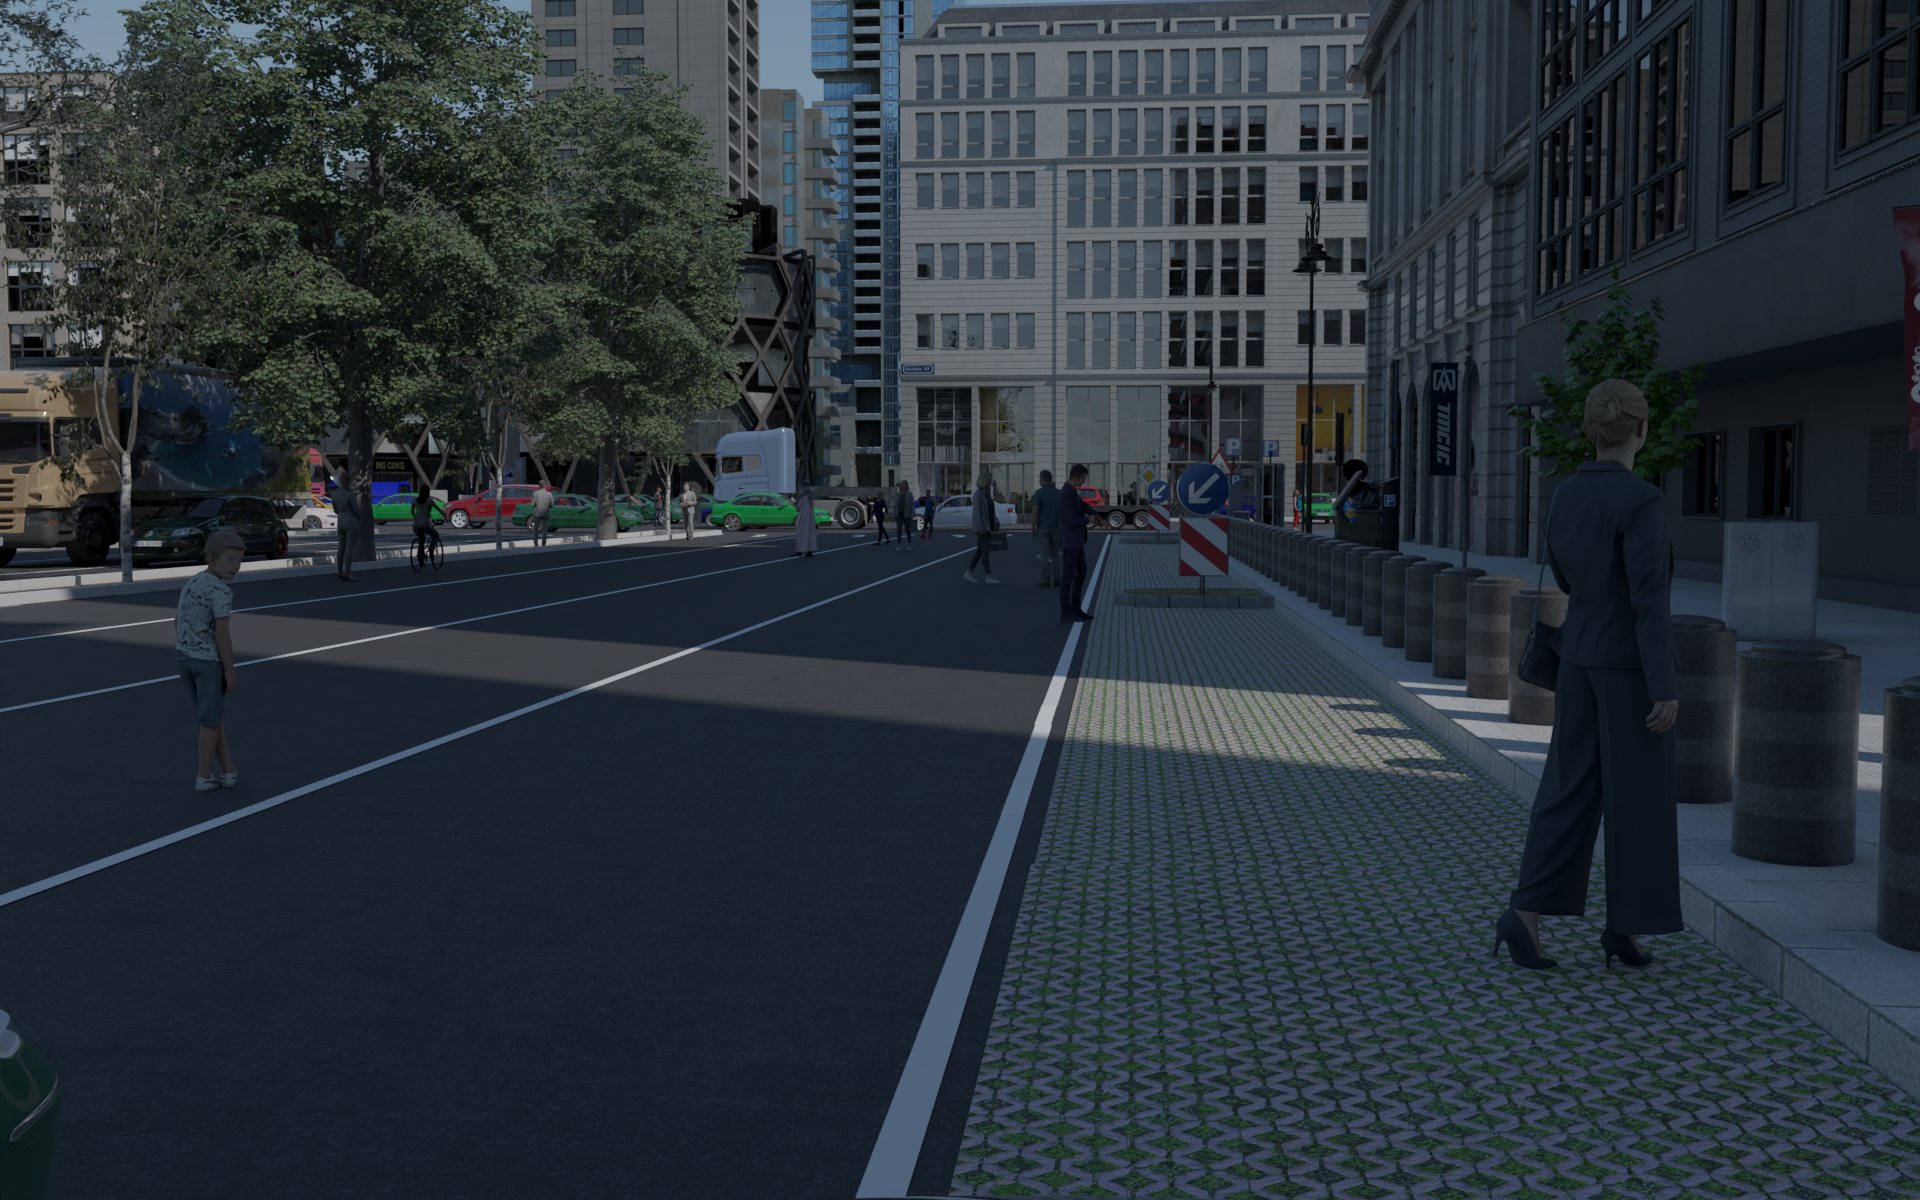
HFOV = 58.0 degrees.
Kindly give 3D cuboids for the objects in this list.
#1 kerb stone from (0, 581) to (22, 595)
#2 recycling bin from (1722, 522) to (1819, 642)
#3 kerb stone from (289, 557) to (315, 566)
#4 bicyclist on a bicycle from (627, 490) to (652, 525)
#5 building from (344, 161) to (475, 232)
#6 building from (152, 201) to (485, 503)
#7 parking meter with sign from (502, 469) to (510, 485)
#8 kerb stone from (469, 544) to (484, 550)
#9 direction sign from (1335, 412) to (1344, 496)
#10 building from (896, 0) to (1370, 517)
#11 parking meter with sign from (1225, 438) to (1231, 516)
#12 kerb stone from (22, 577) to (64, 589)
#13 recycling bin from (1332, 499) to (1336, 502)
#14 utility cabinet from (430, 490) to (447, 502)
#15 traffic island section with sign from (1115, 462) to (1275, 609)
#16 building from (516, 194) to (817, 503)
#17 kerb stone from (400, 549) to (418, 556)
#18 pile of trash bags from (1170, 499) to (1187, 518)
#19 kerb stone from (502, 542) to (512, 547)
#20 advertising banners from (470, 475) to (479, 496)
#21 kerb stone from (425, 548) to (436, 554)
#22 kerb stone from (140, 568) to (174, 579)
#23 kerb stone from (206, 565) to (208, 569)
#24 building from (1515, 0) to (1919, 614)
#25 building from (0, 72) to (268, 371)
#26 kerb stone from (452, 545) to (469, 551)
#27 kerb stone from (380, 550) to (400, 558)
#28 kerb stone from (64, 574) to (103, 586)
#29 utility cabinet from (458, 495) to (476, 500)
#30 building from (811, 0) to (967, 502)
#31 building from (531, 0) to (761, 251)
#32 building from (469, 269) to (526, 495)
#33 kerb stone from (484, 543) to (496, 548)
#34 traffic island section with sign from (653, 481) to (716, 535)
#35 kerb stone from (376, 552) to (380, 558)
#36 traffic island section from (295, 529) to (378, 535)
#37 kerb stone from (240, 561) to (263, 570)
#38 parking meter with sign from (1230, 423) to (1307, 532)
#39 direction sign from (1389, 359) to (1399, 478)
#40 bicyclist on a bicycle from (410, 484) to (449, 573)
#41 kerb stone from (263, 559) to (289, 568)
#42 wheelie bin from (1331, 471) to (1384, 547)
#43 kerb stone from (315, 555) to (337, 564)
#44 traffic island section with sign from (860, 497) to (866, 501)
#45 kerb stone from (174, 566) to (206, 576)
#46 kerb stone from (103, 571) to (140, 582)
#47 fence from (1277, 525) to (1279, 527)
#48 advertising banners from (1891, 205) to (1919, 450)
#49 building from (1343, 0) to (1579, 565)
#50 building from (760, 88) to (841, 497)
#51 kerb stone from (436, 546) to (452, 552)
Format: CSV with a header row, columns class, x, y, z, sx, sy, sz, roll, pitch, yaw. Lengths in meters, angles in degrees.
class,x,y,z,sx,sy,sz,roll,pitch,yaw
kerb stone,-14.047,-0.181,25.162,0.120,0.150,1.000,0,4,5
recycling bin,7.149,-0.168,15.306,0.722,1.027,0.722,1,4,21
kerb stone,-13.163,-0.747,34.404,0.120,0.150,1.000,0,4,5
bicyclist on a bicycle,-14.953,-4.257,79.631,1.625,1.676,1.499,0,4,4
building,-66.216,-32.470,214.479,14.086,41.232,14.154,0,4,5
building,-39.399,-14.806,109.528,16.811,18.784,16.820,0,4,5
parking meter with sign,-31.445,-7.574,120.095,0.543,3.016,1.738,-1,4,-16
kerb stone,-12.296,-1.311,43.638,0.120,0.150,1.000,0,4,5
direction sign,10.583,-3.444,48.310,0.379,3.537,0.876,2,4,25
building,11.829,-19.774,100.796,29.804,29.767,11.434,0,4,5
parking meter with sign,8.383,-3.466,52.931,0.543,3.016,1.738,0,4,7
kerb stone,-13.951,-0.244,26.187,0.120,0.150,1.000,0,4,5
recycling bin,19.997,-4.992,94.171,0.722,1.027,0.722,2,4,32
utility cabinet,-29.959,-5.532,99.123,1.173,1.500,0.318,-1,4,-10
traffic island section with sign,3.019,-0.849,22.515,1.989,1.847,2.006,0,4,5
building,-17.108,-14.667,107.260,16.811,18.784,16.820,0,4,5
kerb stone,-12.686,-1.061,39.542,0.120,0.150,1.000,0,4,5
pile of trash bags,12.882,-5.068,92.614,3.447,1.369,1.912,0,4,2
kerb stone,-12.106,-1.437,45.683,0.120,0.150,1.000,0,4,5
advertising banners,-43.429,-9.731,155.286,2.074,3.025,0.090,3,4,39
kerb stone,-12.594,-1.124,40.565,0.120,0.150,1.000,0,4,5
kerb stone,-13.657,-0.432,29.276,0.120,0.150,1.000,0,4,5
kerb stone,-13.455,-0.558,31.320,0.120,0.150,1.000,0,4,5
building,15.615,-13.707,17.620,14.314,27.812,24.014,0,4,5
building,-65.177,-18.869,113.027,34.151,26.468,19.350,0,4,5
kerb stone,-12.393,-1.249,42.609,0.120,0.150,1.000,0,4,5
kerb stone,-12.782,-0.998,38.520,0.120,0.150,1.000,0,4,5
kerb stone,-13.851,-0.307,27.209,0.120,0.150,1.000,0,4,5
utility cabinet,-30.160,-5.804,106.050,1.020,1.237,0.306,-2,4,-29
building,-10.295,-58.414,267.741,31.000,86.520,22.319,0,4,5
building,-28.283,-44.686,168.874,20.563,71.187,20.611,0,4,5
building,-51.852,-27.034,213.714,14.107,30.474,14.160,0,4,5
kerb stone,-12.209,-1.371,44.661,0.120,0.150,1.000,0,4,5
traffic island section with sign,-9.585,-3.239,61.086,2.006,1.907,1.989,0,4,5
kerb stone,-12.880,-0.932,37.493,0.120,0.150,1.000,0,4,5
traffic island section,-22.180,-2.432,62.036,2.009,0.180,2.903,0,4,5
kerb stone,-13.365,-0.617,32.352,0.120,0.150,1.000,0,4,5
parking meter with sign,7.703,-2.861,43.042,1.738,3.016,0.543,1,4,19
direction sign,7.392,-2.298,29.563,0.379,3.537,0.876,0,4,6
bicyclist on a bicycle,-9.880,-1.349,32.079,1.499,1.676,1.625,0,4,4
kerb stone,-13.271,-0.680,33.375,0.120,0.150,1.000,0,4,5
wheelie bin,5.468,-0.972,23.795,0.693,1.594,0.980,0,4,8
kerb stone,-13.071,-0.810,35.433,0.120,0.150,1.000,0,4,5
traffic island section with sign,-10.320,-10.730,184.059,1.989,1.847,2.006,0,4,5
kerb stone,-13.556,-0.496,30.298,0.120,0.150,1.000,0,4,5
kerb stone,-13.747,-0.369,28.235,0.120,0.150,1.000,0,4,5
fence,6.037,-1.072,32.905,0.278,0.683,2.069,1,4,10
advertising banners,6.520,-0.848,10.046,2.074,3.025,0.090,2,4,35
building,17.401,-12.228,41.729,13.314,21.916,24.055,0,4,5
building,-30.042,-35.848,205.715,30.456,49.044,23.786,0,4,5
kerb stone,-12.505,-1.186,41.588,0.120,0.150,1.000,0,4,5
